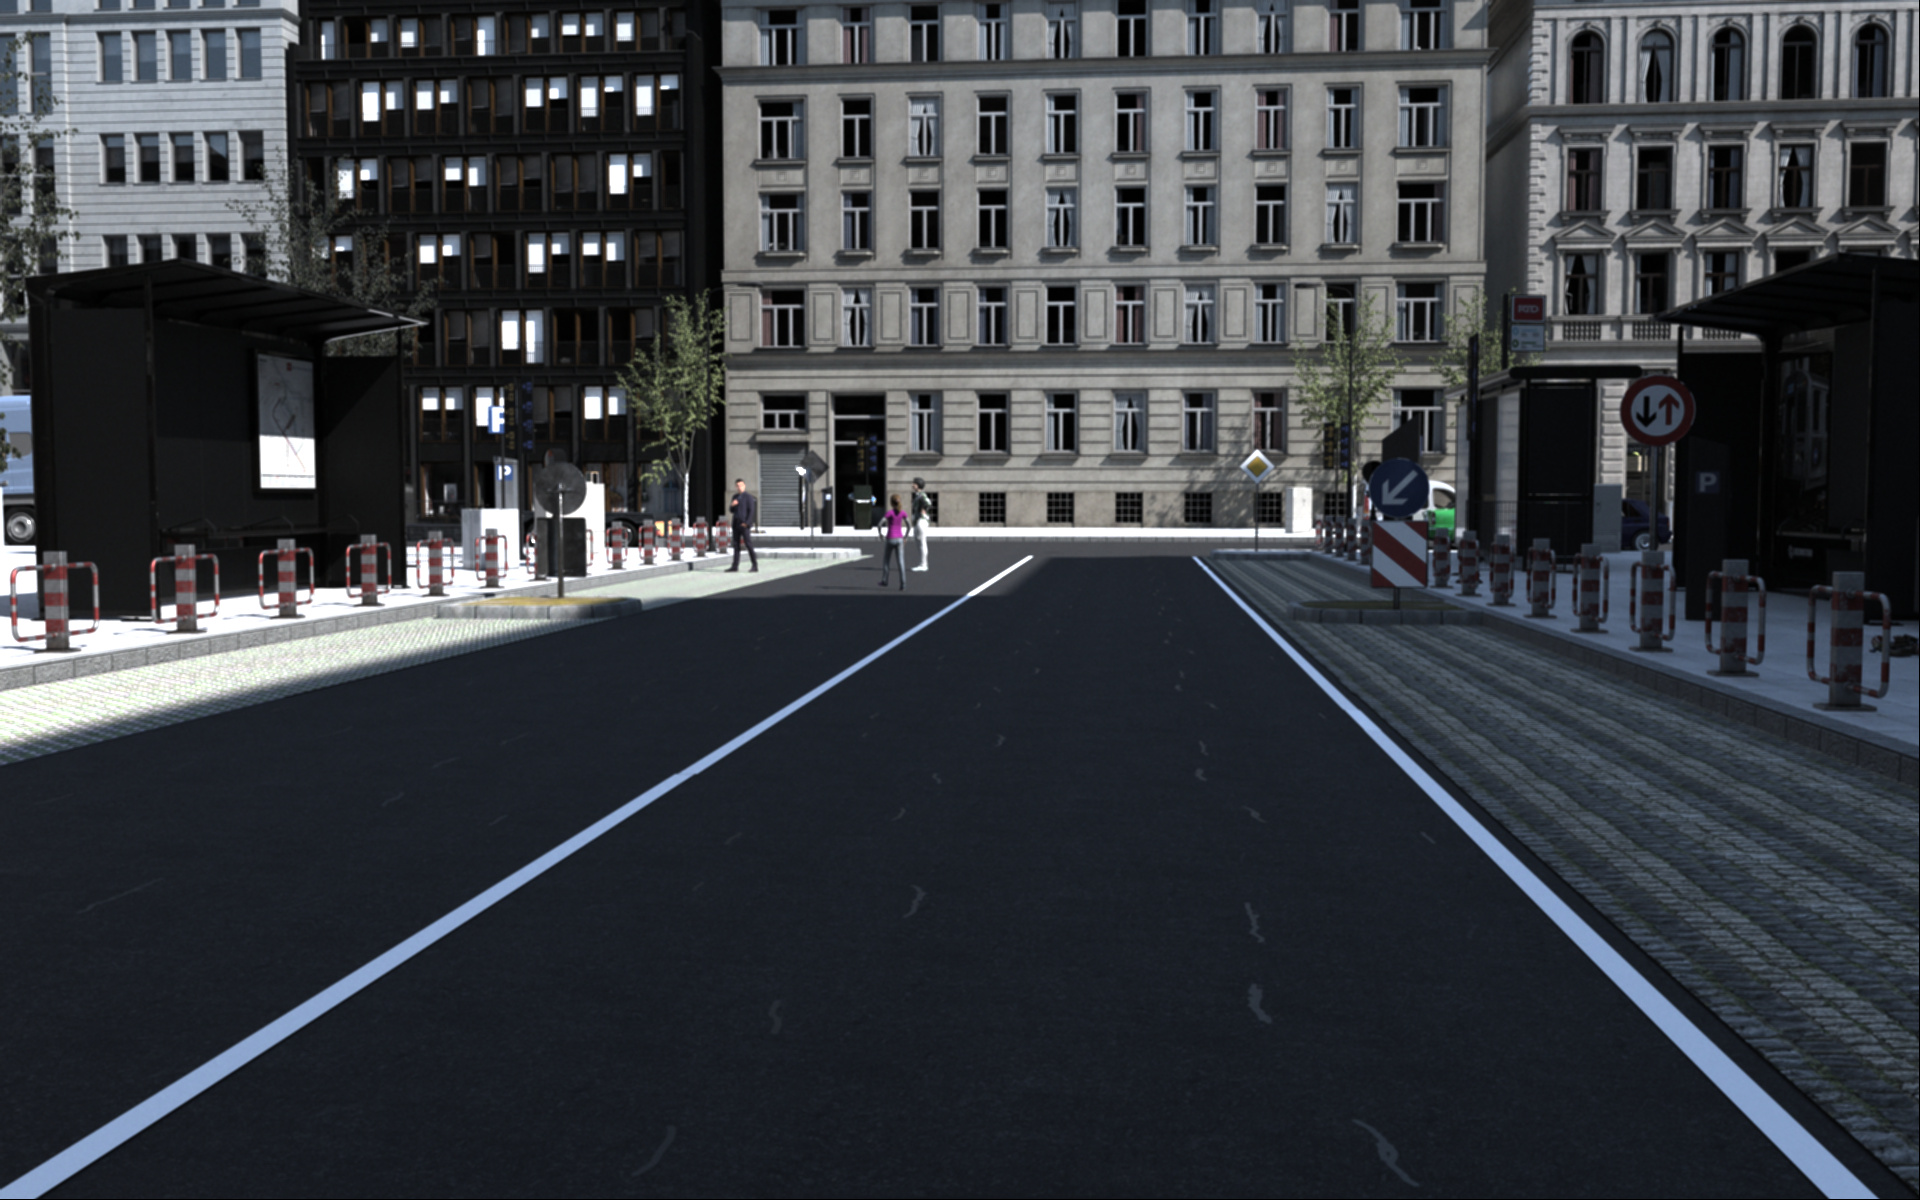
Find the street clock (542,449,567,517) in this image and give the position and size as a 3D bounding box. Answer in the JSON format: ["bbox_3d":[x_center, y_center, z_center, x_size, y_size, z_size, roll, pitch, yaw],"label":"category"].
[{"bbox_3d":[-6.467,-1.413,27.680,0.358,2.002,0.471,-3,4,-37],"label":"street clock"}]

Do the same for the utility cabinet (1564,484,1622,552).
[{"bbox_3d":[13.781,-1.778,37.746,1.173,1.500,0.318,1,4,13],"label":"utility cabinet"}]

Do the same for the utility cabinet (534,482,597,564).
[{"bbox_3d":[-7.048,-1.354,30.820,0.318,1.500,1.173,2,4,32],"label":"utility cabinet"}]

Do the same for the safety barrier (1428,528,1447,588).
[{"bbox_3d":[6.581,-0.575,23.669,0.300,0.817,1.120,0,4,6],"label":"safety barrier"}]

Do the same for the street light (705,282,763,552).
[{"bbox_3d":[-4.992,-4.008,38.068,1.470,5.913,1.316,0,4,6],"label":"street light"}]

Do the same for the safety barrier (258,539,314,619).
[{"bbox_3d":[-6.926,-0.217,17.825,0.300,0.817,1.120,0,4,6],"label":"safety barrier"}]

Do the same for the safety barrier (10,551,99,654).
[{"bbox_3d":[-7.304,0.017,14.000,0.300,0.817,1.120,0,4,6],"label":"safety barrier"}]

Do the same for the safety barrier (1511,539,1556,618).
[{"bbox_3d":[6.019,-0.225,17.946,0.300,0.817,1.120,0,4,6],"label":"safety barrier"}]

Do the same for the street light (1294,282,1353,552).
[{"bbox_3d":[8.019,-4.006,38.034,1.470,5.913,1.316,0,4,6],"label":"street light"}]

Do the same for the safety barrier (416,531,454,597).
[{"bbox_3d":[-6.554,-0.451,21.652,0.300,0.817,1.120,0,4,6],"label":"safety barrier"}]

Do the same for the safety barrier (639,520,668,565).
[{"bbox_3d":[-5.615,-1.036,31.219,0.300,0.817,1.120,0,4,6],"label":"safety barrier"}]

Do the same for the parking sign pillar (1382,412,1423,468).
[{"bbox_3d":[14.765,-4.241,57.820,1.447,3.967,1.447,3,4,37],"label":"parking sign pillar"}]

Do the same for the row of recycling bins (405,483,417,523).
[{"bbox_3d":[-20.721,-3.370,62.206,1.069,1.692,3.534,1,4,17],"label":"row of recycling bins"}]

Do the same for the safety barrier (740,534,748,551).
[{"bbox_3d":[-4.868,-1.503,38.856,0.300,0.817,1.120,0,4,6],"label":"safety barrier"}]

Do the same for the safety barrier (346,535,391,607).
[{"bbox_3d":[-6.737,-0.334,19.743,0.300,0.817,1.120,0,4,6],"label":"safety barrier"}]

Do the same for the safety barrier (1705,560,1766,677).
[{"bbox_3d":[5.461,0.126,12.217,0.300,0.817,1.120,0,4,6],"label":"safety barrier"}]

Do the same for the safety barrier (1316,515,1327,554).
[{"bbox_3d":[7.893,-1.393,37.055,0.300,0.817,1.120,0,4,6],"label":"safety barrier"}]

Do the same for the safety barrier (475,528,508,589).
[{"bbox_3d":[-6.368,-0.568,23.562,0.300,0.817,1.120,0,4,6],"label":"safety barrier"}]

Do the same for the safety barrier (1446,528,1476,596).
[{"bbox_3d":[6.396,-0.458,21.761,0.300,0.817,1.120,0,4,6],"label":"safety barrier"}]

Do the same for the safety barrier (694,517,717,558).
[{"bbox_3d":[-5.243,-1.270,35.041,0.300,0.817,1.120,0,4,6],"label":"safety barrier"}]

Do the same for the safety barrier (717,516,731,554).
[{"bbox_3d":[-5.056,-1.387,36.949,0.300,0.817,1.120,0,4,6],"label":"safety barrier"}]

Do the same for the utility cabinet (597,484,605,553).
[{"bbox_3d":[-7.934,-1.722,36.841,0.318,1.500,1.173,1,4,11],"label":"utility cabinet"}]

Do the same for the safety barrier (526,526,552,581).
[{"bbox_3d":[-6.179,-0.686,25.489,0.300,0.817,1.120,0,4,6],"label":"safety barrier"}]

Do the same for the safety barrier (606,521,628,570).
[{"bbox_3d":[-5.803,-0.920,29.311,0.300,0.817,1.120,0,4,6],"label":"safety barrier"}]

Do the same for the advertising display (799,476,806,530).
[{"bbox_3d":[-5.632,-3.466,61.876,0.123,1.923,0.974,0,4,2],"label":"advertising display"}]

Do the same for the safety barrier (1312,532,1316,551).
[{"bbox_3d":[8.080,-1.510,38.969,0.300,0.817,1.120,0,4,6],"label":"safety barrier"}]

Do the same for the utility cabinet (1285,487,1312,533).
[{"bbox_3d":[11.092,-2.934,56.654,0.318,1.500,1.173,3,5,42],"label":"utility cabinet"}]

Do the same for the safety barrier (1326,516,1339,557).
[{"bbox_3d":[7.704,-1.276,35.142,0.300,0.817,1.120,0,4,6],"label":"safety barrier"}]

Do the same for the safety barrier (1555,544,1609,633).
[{"bbox_3d":[5.834,-0.108,16.038,0.300,0.817,1.120,0,4,6],"label":"safety barrier"}]

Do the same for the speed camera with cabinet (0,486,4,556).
[{"bbox_3d":[-20.021,-2.494,35.105,0.660,3.252,2.038,-1,4,-14],"label":"speed camera with cabinet"}]

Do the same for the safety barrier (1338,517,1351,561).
[{"bbox_3d":[7.519,-1.159,33.222,0.300,0.817,1.120,0,4,6],"label":"safety barrier"}]

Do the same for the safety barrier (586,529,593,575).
[{"bbox_3d":[-5.990,-0.803,27.397,0.300,0.817,1.120,0,4,6],"label":"safety barrier"}]

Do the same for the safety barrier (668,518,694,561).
[{"bbox_3d":[-5.433,-1.153,33.129,0.300,0.817,1.120,0,4,6],"label":"safety barrier"}]

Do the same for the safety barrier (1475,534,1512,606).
[{"bbox_3d":[6.209,-0.341,19.854,0.300,0.817,1.120,0,4,6],"label":"safety barrier"}]

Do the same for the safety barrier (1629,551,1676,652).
[{"bbox_3d":[5.646,0.009,14.131,0.300,0.817,1.120,0,4,6],"label":"safety barrier"}]

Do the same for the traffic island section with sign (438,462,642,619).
[{"bbox_3d":[-4.894,-0.734,20.623,1.989,1.847,2.006,0,4,6],"label":"traffic island section with sign"}]

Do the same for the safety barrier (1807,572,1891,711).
[{"bbox_3d":[5.270,0.244,10.293,0.300,0.817,1.120,0,4,6],"label":"safety barrier"}]

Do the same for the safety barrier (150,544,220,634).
[{"bbox_3d":[-7.113,-0.100,15.915,0.300,0.817,1.120,0,4,6],"label":"safety barrier"}]

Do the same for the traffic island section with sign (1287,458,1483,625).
[{"bbox_3d":[4.794,-0.685,19.824,1.989,1.847,2.006,0,4,6],"label":"traffic island section with sign"}]

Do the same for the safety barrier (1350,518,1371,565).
[{"bbox_3d":[7.329,-1.042,31.308,0.300,0.817,1.120,0,4,6],"label":"safety barrier"}]

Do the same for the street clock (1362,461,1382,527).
[{"bbox_3d":[9.013,-2.031,37.769,0.471,2.002,0.358,0,4,5],"label":"street clock"}]

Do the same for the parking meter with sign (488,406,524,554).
[{"bbox_3d":[-9.164,-2.377,35.126,0.543,3.016,1.738,0,4,-8],"label":"parking meter with sign"}]
